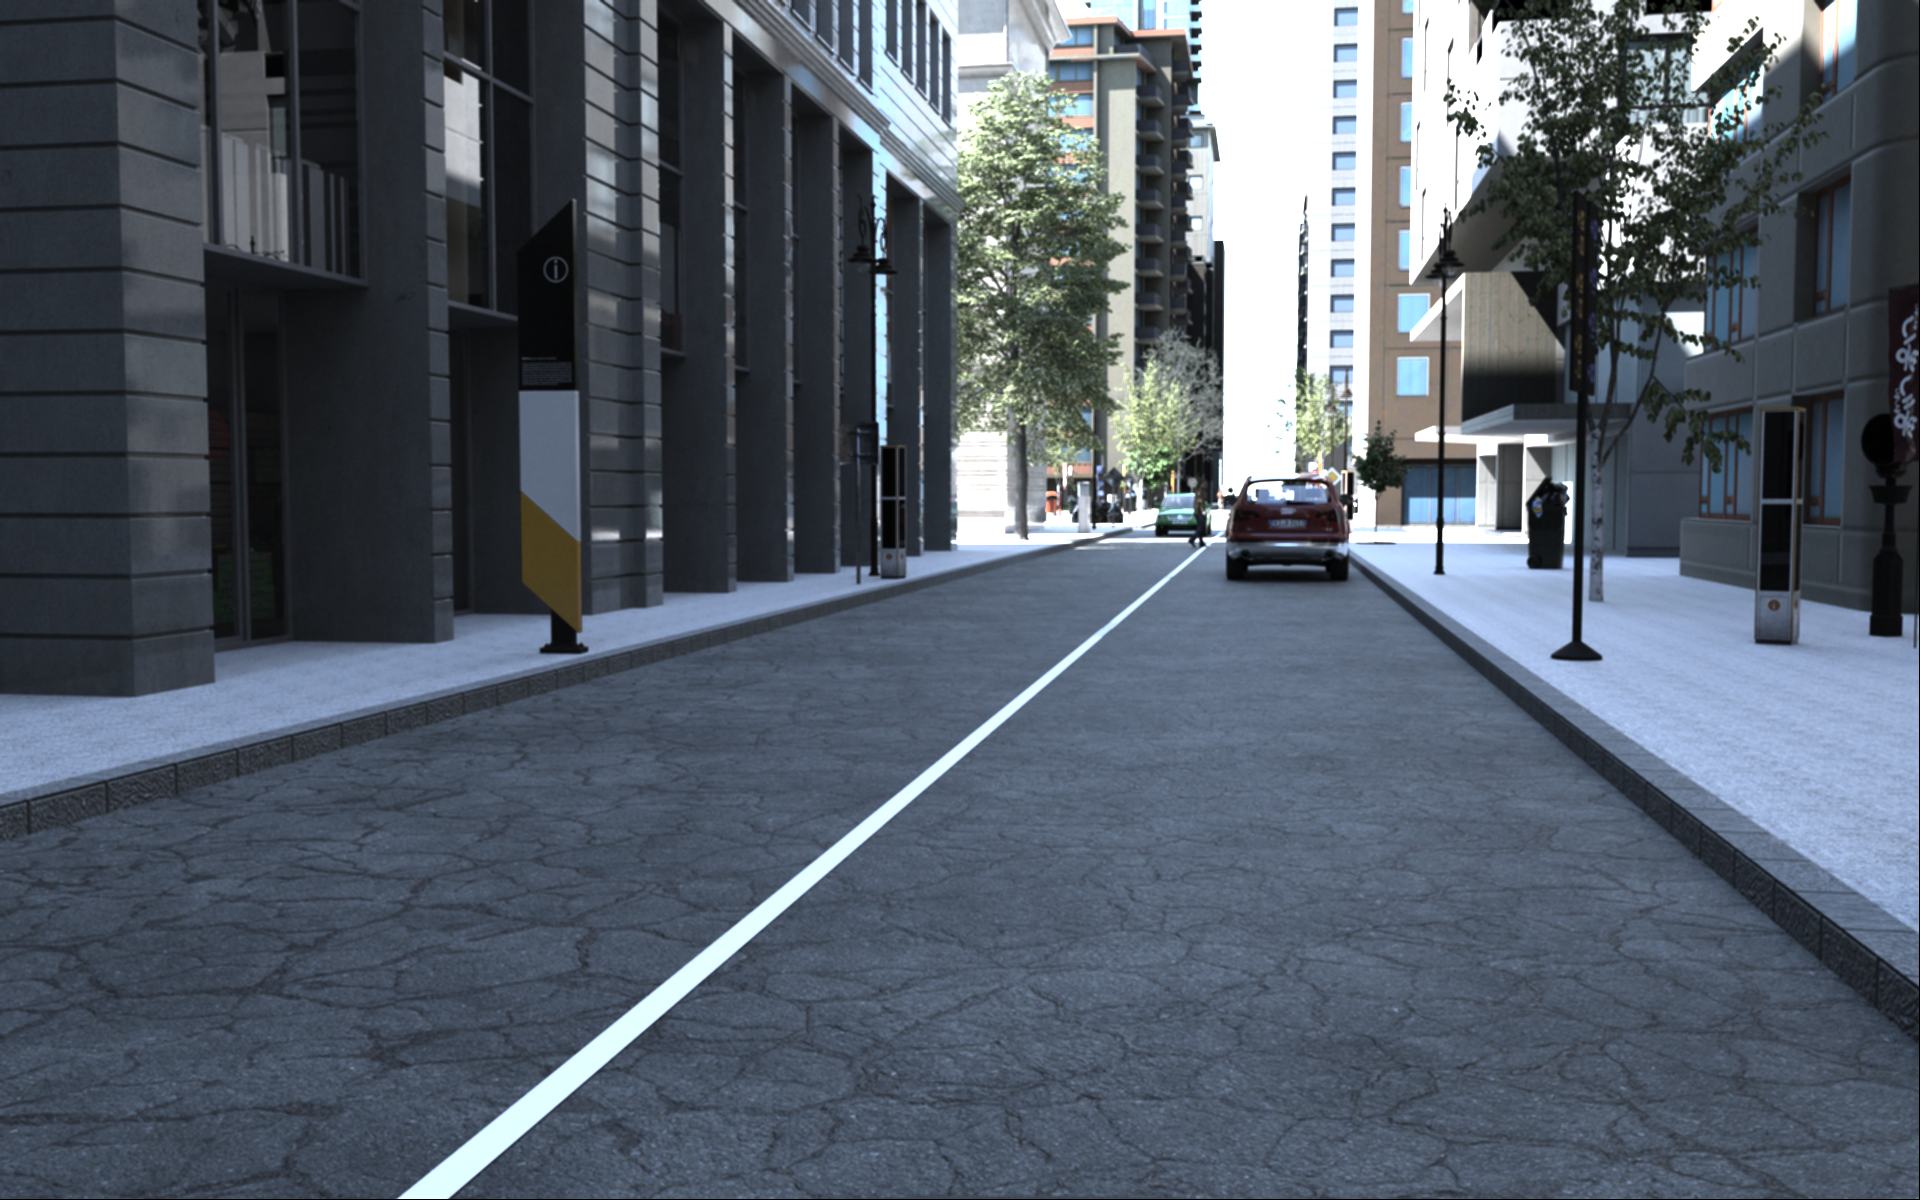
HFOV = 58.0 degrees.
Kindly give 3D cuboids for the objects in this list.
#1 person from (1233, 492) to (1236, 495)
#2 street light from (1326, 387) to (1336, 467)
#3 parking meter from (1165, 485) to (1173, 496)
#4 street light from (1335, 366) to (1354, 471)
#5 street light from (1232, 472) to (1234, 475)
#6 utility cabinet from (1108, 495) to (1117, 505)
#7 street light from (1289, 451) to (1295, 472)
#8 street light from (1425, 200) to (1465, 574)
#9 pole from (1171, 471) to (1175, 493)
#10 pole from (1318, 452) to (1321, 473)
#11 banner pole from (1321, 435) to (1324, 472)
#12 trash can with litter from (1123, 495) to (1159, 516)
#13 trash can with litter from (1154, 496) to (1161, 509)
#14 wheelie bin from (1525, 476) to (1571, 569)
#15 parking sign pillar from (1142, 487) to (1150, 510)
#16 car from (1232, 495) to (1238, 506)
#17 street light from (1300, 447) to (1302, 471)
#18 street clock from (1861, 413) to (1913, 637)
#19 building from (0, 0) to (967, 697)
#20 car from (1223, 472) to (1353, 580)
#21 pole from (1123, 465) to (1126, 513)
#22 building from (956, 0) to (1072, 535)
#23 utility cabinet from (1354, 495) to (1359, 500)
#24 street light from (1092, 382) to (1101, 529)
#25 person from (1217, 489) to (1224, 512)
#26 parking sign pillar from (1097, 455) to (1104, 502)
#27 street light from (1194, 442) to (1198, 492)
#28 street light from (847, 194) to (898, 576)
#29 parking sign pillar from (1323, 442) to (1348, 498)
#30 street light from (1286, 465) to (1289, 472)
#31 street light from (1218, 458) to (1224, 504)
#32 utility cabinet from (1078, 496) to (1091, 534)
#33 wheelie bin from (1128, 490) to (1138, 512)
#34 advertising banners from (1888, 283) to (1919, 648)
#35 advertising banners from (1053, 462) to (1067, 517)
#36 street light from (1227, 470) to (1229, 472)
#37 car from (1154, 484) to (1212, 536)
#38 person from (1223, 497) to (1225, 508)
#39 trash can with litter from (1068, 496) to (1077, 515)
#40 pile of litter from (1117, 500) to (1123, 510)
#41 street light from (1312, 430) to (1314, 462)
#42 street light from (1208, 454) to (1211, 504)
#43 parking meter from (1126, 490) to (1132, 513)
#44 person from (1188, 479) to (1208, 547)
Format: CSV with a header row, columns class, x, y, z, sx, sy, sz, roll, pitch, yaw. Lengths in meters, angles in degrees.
class,x,y,z,sx,sy,sz,roll,pitch,yaw
person,38.258,-14.221,241.684,0.551,1.740,0.621,2,4,31
street light,16.000,-6.221,74.499,0.468,5.910,1.993,1,4,10
parking meter,12.550,-6.015,104.053,0.399,1.863,0.255,-3,4,-36
street light,13.993,-5.507,62.823,0.468,5.910,1.993,1,4,10
street light,47.488,-20.089,301.238,0.468,5.910,1.993,1,4,10
utility cabinet,11.979,-7.643,136.130,0.306,1.237,1.020,2,4,34
street light,35.630,-12.961,184.706,0.468,5.910,1.993,1,4,10
street light,7.678,-3.350,27.564,0.468,5.910,1.993,1,4,10
pole,16.393,-8.544,133.541,0.158,3.312,0.155,0,3,0
pole,17.379,-5.490,83.605,0.158,3.312,0.155,0,3,0
banner pole,15.203,-5.057,72.694,0.401,3.779,0.863,1,4,8
trash can with litter,10.439,-5.677,103.883,2.233,1.210,1.678,-3,4,-37
trash can with litter,16.696,-8.135,144.394,1.055,1.170,0.624,0,4,6
wheelie bin,10.135,-1.343,29.860,0.693,1.594,0.980,2,4,24
parking sign pillar,14.180,-9.016,135.878,1.447,3.967,1.447,3,5,42
car,31.381,-11.102,193.881,2.083,1.381,4.827,1,4,9
street light,29.411,-10.816,149.628,0.468,5.910,1.993,1,4,10
street clock,8.376,-0.675,15.609,0.358,2.002,0.471,-1,4,-20
building,-7.929,-15.165,25.435,11.434,29.767,29.804,1,4,10
car,5.761,-1.334,30.481,2.281,1.827,5.304,1,4,11
pole,11.406,-7.713,119.956,0.158,3.312,0.155,0,3,0
building,-7.321,-13.710,60.319,21.152,22.565,11.583,1,4,10
utility cabinet,28.270,-6.901,123.995,0.306,1.237,1.020,-1,4,-16
street light,4.906,-5.527,63.159,0.468,5.910,1.993,1,4,10
person,21.483,-8.188,142.342,0.573,1.828,0.580,3,5,44
parking sign pillar,9.669,-7.980,118.937,1.447,3.967,1.447,0,4,2
street light,20.216,-10.755,148.631,0.468,5.910,1.993,1,4,10
street light,-1.345,-3.318,27.031,0.468,5.910,1.993,1,4,10
parking sign pillar,19.413,-6.201,89.860,1.447,3.967,1.447,3,4,37
street light,42.002,-15.128,220.134,0.468,5.910,1.993,1,4,10
street light,34.830,-15.752,230.338,0.468,5.910,1.993,1,4,10
utility cabinet,4.024,-2.736,55.896,0.306,1.237,1.020,1,4,12
wheelie bin,12.243,-7.085,123.751,0.693,1.594,0.980,-2,4,-34
advertising banners,7.994,-1.078,13.814,0.090,3.025,2.074,0,4,-4
advertising banners,5.592,-6.158,96.864,0.090,3.025,2.074,-1,4,-18
street light,41.184,-17.944,266.176,0.468,5.910,1.993,1,4,10
car,7.793,-3.147,60.253,1.959,1.807,4.718,1,4,11
person,27.496,-10.353,181.001,0.697,1.427,0.421,2,4,33
trash can with litter,7.086,-5.824,106.609,0.624,1.170,1.055,-2,4,-33
pile of litter,13.276,-7.862,142.502,1.719,0.858,1.176,-2,4,-29
street light,22.330,-8.373,109.679,0.468,5.910,1.993,1,4,10
street light,26.512,-12.919,184.016,0.468,5.910,1.993,1,4,10
parking meter,11.348,-6.603,116.364,0.372,1.533,0.369,0,3,0
person,6.471,-2.340,46.675,0.836,1.842,0.656,-3,5,-41
